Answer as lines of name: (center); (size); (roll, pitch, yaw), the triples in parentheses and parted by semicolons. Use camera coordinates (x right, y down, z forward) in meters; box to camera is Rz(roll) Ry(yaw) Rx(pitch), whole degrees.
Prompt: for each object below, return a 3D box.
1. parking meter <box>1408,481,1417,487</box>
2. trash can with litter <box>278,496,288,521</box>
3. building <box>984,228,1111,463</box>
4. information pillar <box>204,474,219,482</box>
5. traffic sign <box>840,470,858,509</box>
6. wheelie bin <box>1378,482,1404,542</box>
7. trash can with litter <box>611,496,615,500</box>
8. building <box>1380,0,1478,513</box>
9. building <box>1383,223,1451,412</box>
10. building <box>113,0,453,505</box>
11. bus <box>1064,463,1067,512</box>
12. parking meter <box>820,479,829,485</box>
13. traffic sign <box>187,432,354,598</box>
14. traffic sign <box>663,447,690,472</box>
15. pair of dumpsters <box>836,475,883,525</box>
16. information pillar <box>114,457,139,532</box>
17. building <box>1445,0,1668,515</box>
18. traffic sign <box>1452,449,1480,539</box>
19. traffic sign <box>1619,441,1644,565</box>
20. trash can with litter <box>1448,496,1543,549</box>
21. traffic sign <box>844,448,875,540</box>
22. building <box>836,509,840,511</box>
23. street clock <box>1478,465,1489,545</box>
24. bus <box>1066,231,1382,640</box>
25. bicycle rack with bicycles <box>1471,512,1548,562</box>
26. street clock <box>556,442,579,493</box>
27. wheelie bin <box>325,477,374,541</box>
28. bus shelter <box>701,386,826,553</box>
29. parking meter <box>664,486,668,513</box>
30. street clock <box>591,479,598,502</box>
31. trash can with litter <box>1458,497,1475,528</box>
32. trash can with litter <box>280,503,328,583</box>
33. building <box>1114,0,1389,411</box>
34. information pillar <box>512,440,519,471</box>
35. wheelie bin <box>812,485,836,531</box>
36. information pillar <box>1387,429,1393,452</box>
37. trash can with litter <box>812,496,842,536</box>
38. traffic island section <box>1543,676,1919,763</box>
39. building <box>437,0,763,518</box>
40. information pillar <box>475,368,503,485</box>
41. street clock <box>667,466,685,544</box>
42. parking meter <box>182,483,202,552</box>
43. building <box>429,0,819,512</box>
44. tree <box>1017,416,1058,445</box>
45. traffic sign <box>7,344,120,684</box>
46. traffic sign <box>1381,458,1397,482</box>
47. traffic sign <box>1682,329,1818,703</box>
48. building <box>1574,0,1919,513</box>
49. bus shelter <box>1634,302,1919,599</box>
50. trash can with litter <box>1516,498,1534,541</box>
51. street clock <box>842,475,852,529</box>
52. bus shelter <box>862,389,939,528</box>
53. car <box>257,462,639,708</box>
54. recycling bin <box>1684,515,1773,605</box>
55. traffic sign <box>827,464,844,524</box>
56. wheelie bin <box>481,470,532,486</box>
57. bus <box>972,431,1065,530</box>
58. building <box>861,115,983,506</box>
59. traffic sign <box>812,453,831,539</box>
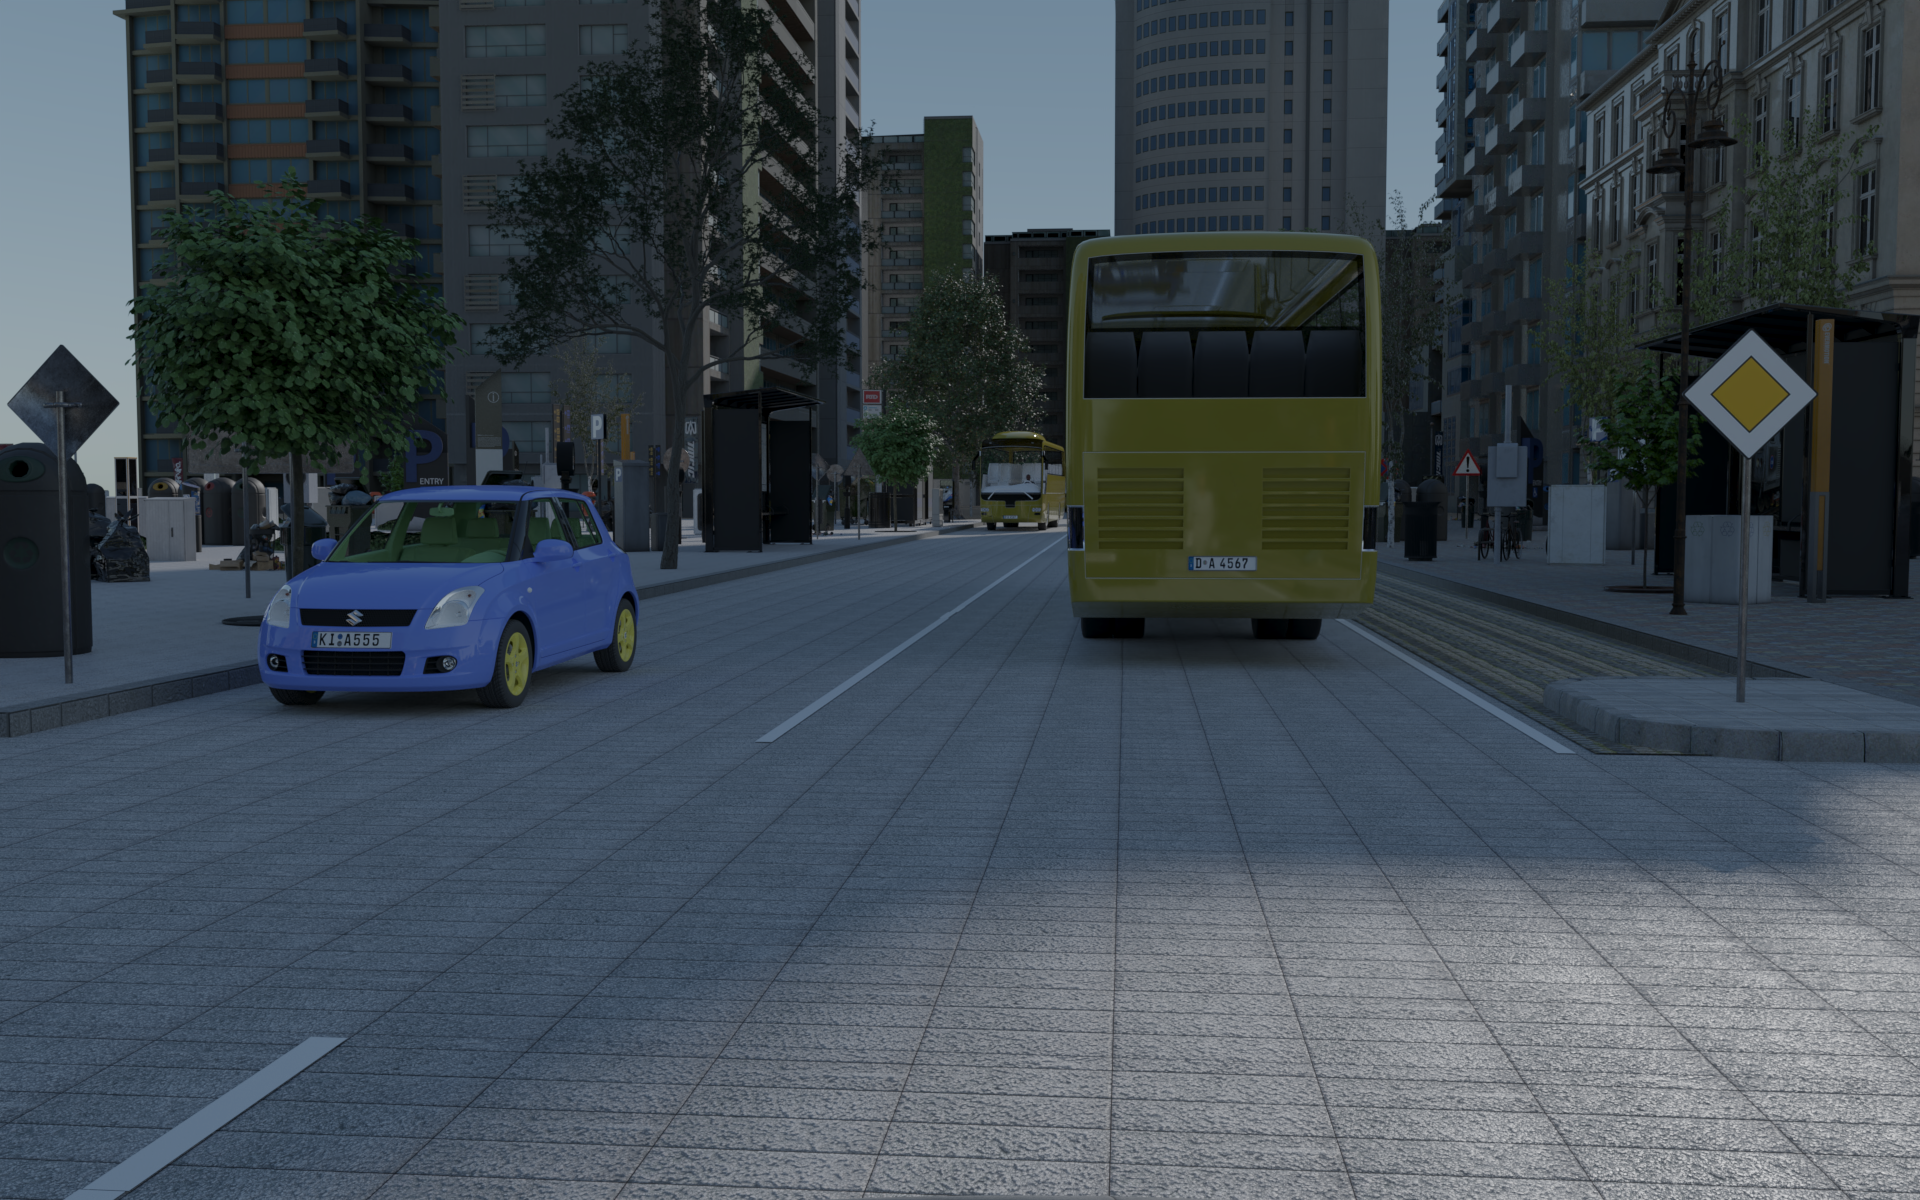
parking meter: (20.007, -4.343, 76.716); (0.399, 1.863, 0.255); (1, 4, 23)
trash can with litter: (-32.900, -4.375, 82.589); (2.233, 1.210, 1.678); (0, 4, -5)
building: (9.785, -25.658, 191.216); (14.107, 30.474, 14.160); (0, 4, 5)
information pillar: (-25.808, -4.179, 59.686); (0.504, 3.616, 0.183); (-1, 4, -19)
traffic sign: (-4.478, -4.222, 70.209); (0.795, 2.450, 0.064); (1, 4, 9)
wheelie bin: (11.400, -2.342, 46.203); (0.693, 1.594, 0.980); (-2, 4, -24)
trash can with litter: (-17.123, -4.708, 88.035); (2.233, 1.210, 1.678); (0, 4, 2)
building: (43.874, -49.831, 127.406); (22.319, 86.520, 31.000); (0, 4, 5)
building: (51.947, -25.434, 187.547); (14.107, 30.474, 14.160); (0, 4, 5)
building: (-51.156, -29.818, 142.146); (28.867, 44.769, 22.147); (0, 4, 5)
bus: (9.191, -8.947, 137.828); (2.896, 3.916, 12.252); (0, 4, 5)
parking meter: (-5.254, -3.748, 66.994); (0.399, 1.863, 0.255); (0, 4, -4)
traffic sign: (-8.462, -1.671, 21.194); (2.265, 3.308, 0.079); (1, 4, 12)
traffic sign: (-7.569, -2.817, 46.159); (0.768, 2.556, 0.104); (1, 4, 13)
pair of dumpsters: (-4.187, -4.313, 73.008); (1.574, 2.255, 4.437); (0, 4, 5)
information pillar: (-16.608, -1.837, 34.533); (0.304, 2.012, 0.304); (1, 4, 10)
building: (41.465, -29.258, 97.969); (23.786, 49.044, 30.456); (0, 4, 5)
traffic sign: (14.603, -3.050, 49.869); (0.884, 2.594, 0.081); (0, 4, 7)
traffic sign: (12.204, -1.786, 31.339); (0.606, 2.300, 0.079); (1, 4, 12)
trash can with litter: (12.800, -1.842, 41.169); (1.678, 1.210, 2.233); (-2, 4, -25)
traffic sign: (-2.834, -2.971, 48.575); (0.884, 2.594, 0.081); (1, 4, 12)
building: (-22.501, -36.549, 139.568); (28.212, 58.520, 21.231); (0, 4, 5)
street clock: (13.074, -2.359, 43.139); (0.358, 2.002, 0.471); (1, 4, 11)
bus: (2.614, -1.737, 19.954); (2.896, 3.916, 12.252); (0, 4, 5)
bicycle rack with bicycles: (11.048, -1.234, 33.560); (2.852, 0.926, 2.925); (3, 4, 37)
street clock: (-5.465, -1.192, 24.055); (0.358, 2.002, 0.471); (-1, 4, -9)
wheelie bin: (-11.460, -1.508, 32.557); (0.980, 1.594, 0.693); (1, 4, 23)
bus shelter: (-4.549, -3.040, 40.988); (1.731, 3.624, 6.357); (0, 4, 6)
parking meter: (-9.286, -2.883, 55.555); (0.372, 1.533, 0.369); (0, 3, 0)
street clock: (-17.191, -4.706, 81.507); (0.471, 2.002, 0.358); (-1, 4, -16)
trash can with litter: (19.233, -3.329, 65.810); (0.624, 1.170, 1.055); (1, 4, 13)
trash can with litter: (-8.568, -0.718, 23.130); (1.055, 1.170, 0.624); (2, 4, 30)
building: (31.080, -39.679, 190.743); (28.212, 58.520, 21.231); (0, 4, 5)
information pillar: (-19.425, -5.163, 75.775); (0.183, 3.616, 0.504); (1, 4, 10)
wheelie bin: (-4.764, -3.214, 60.459); (0.980, 1.594, 0.693); (2, 4, 32)
information pillar: (15.071, -4.246, 60.777); (0.183, 3.616, 0.504); (0, 3, 0)
trash can with litter: (-4.513, -2.632, 54.095); (1.678, 1.210, 2.233); (0, 4, -5)
traffic island section: (4.832, 0.709, 10.687); (2.009, 0.180, 2.903); (0, 4, 5)
building: (-19.237, -25.175, 95.201); (14.154, 41.232, 14.086); (0, 4, 5)
information pillar: (-8.686, -2.487, 32.021); (0.504, 3.616, 0.183); (-1, 4, -21)
street clock: (-7.236, -2.421, 44.147); (0.358, 2.002, 0.471); (-3, 5, -43)
parking meter: (-16.899, -1.816, 38.099); (0.372, 1.533, 0.369); (0, 3, 0)
building: (-21.684, -29.954, 113.448); (21.300, 48.544, 21.600); (0, 4, 5)
tree: (6.683, -12.456, 154.025); (4.360, 8.622, 3.978); (0, 3, 0)
traffic sign: (-6.034, -0.491, 11.673); (0.795, 2.450, 0.064); (0, 4, 5)
traffic sign: (14.909, -3.690, 60.437); (0.768, 2.556, 0.104); (1, 4, 11)
traffic sign: (4.808, -0.426, 10.612); (0.795, 2.450, 0.064); (0, 4, 5)
building: (33.070, -15.032, 64.863); (14.460, 24.649, 34.723); (0, 4, 5)
bus shelter: (11.192, -2.018, 24.280); (1.731, 3.624, 6.357); (0, 4, 6)
trash can with litter: (15.408, -2.208, 47.487); (0.624, 1.170, 1.055); (1, 4, 19)
street clock: (-4.157, -3.618, 63.719); (0.358, 2.002, 0.471); (-1, 4, -16)
bus shelter: (-2.406, -5.592, 69.059); (2.179, 5.291, 8.768); (0, 4, 6)
car: (-3.657, -0.195, 12.782); (1.945, 1.707, 3.694); (0, 4, 7)
recycling bin: (9.061, -0.482, 20.428); (0.722, 1.027, 0.722); (-3, 4, -36)
traffic sign: (-5.323, -4.518, 73.972); (0.768, 2.556, 0.104); (0, 4, 7)
wheelie bin: (-6.076, -0.938, 23.250); (0.693, 1.594, 0.980); (2, 4, 29)
bus: (2.670, -4.890, 71.504); (2.896, 3.916, 12.252); (0, 4, 7)
building: (-4.818, -31.035, 191.019); (14.086, 41.232, 14.154); (0, 4, 5)
traffic sign: (-4.045, -2.932, 49.119); (0.795, 2.450, 0.064); (1, 4, 14)
